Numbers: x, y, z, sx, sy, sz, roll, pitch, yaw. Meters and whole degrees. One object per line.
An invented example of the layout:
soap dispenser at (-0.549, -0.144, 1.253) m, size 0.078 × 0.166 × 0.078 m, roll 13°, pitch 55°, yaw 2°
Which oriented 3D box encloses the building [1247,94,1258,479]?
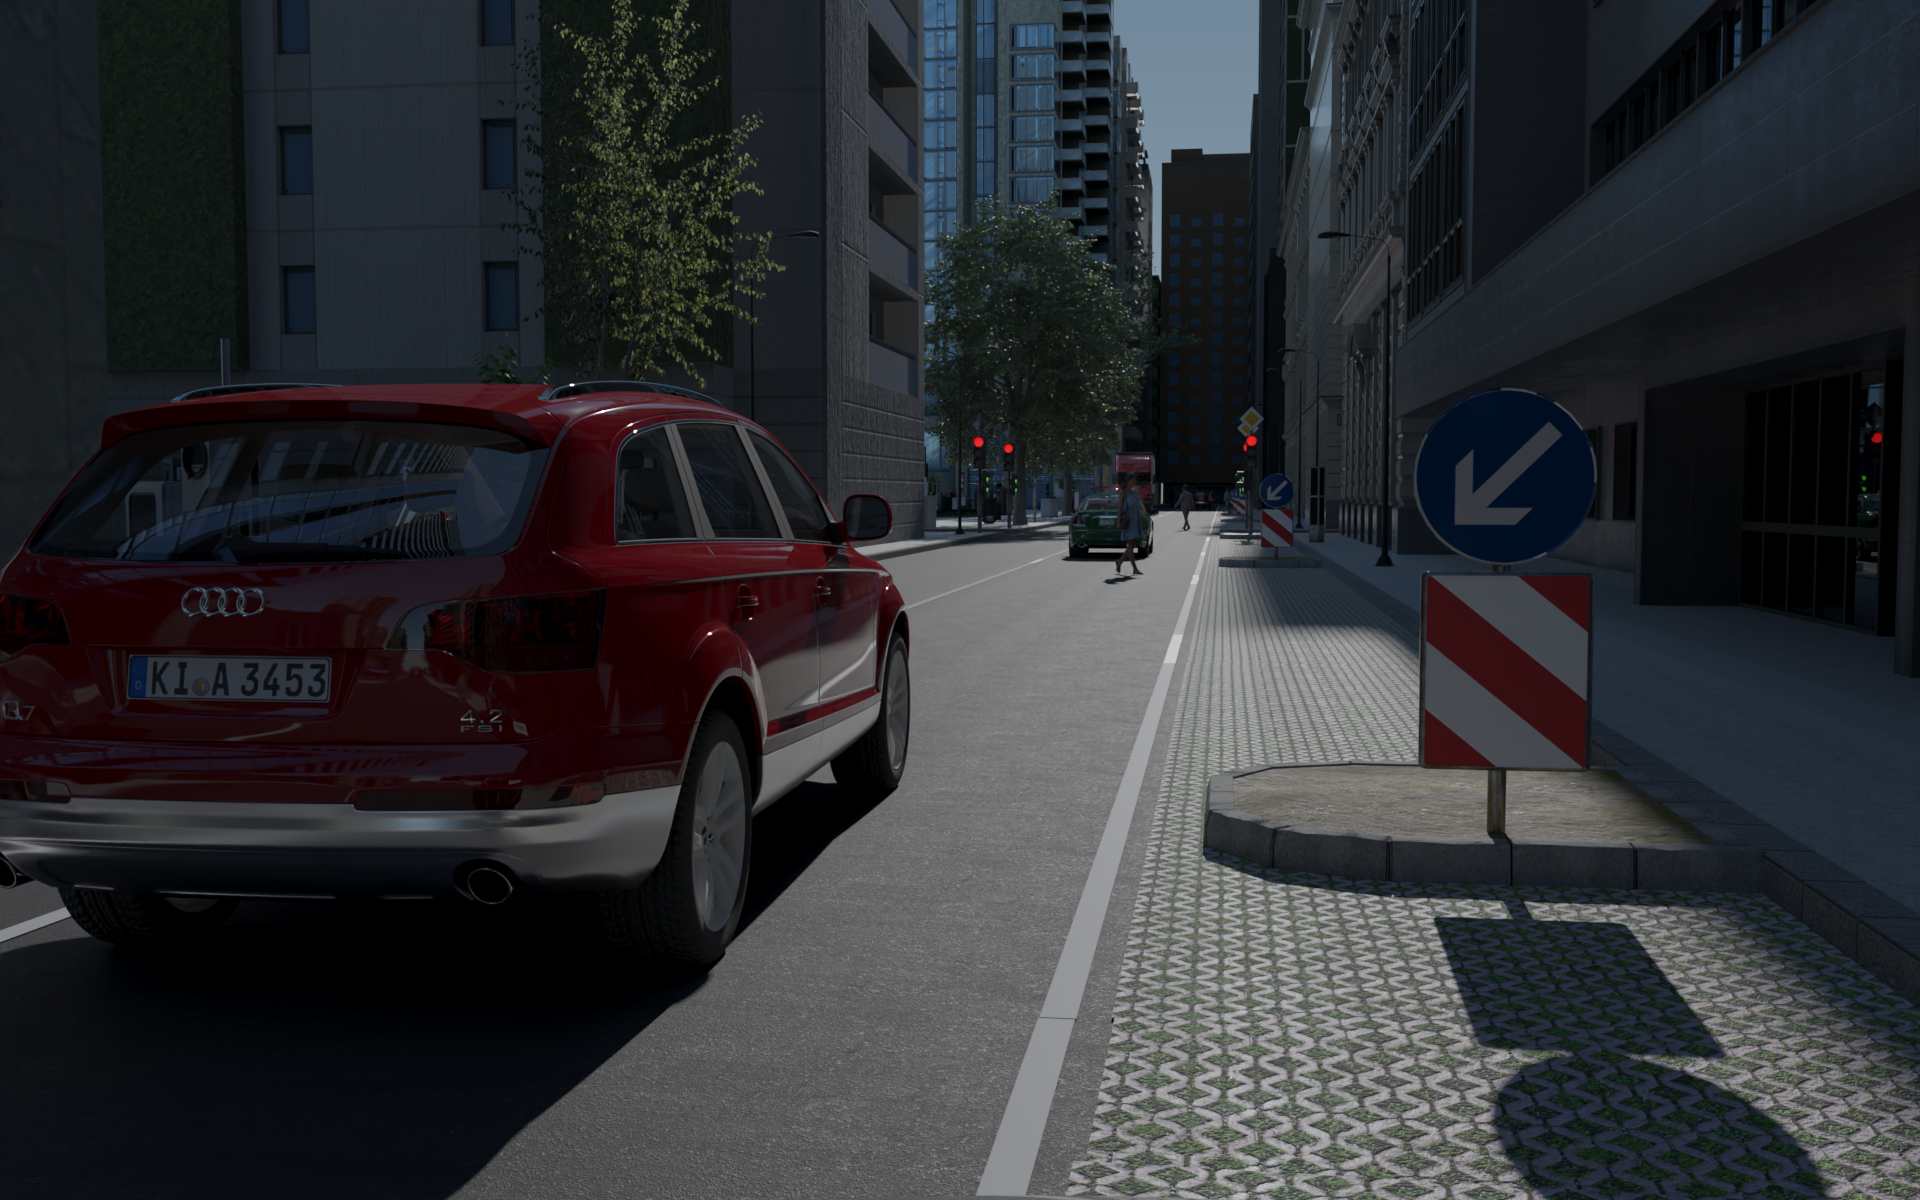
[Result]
building at (44.196, -35.221, 199.569) m, size 21.300 × 48.544 × 21.600 m, roll 1°, pitch 4°, yaw 9°

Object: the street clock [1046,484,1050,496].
street clock at (6.149, -7.136, 121.236) m, size 0.358 × 2.002 × 0.471 m, roll 1°, pitch 4°, yaw 9°

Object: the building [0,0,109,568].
building at (-19.648, -42.063, 0.395) m, size 22.319 × 86.520 × 31.000 m, roll 1°, pitch 4°, yaw 9°

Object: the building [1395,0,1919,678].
building at (13.595, -12.225, 18.942) m, size 14.314 × 24.678 × 30.058 m, roll 1°, pitch 4°, yaw 9°

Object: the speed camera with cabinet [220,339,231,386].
speed camera with cabinet at (-10.020, -1.716, 22.395) m, size 2.038 × 3.252 × 0.660 m, roll 3°, pitch 4°, yaw 36°

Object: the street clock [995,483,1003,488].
street clock at (2.567, -6.689, 113.933) m, size 0.471 × 2.002 × 0.358 m, roll -3°, pitch 5°, yaw -41°

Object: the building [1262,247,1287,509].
building at (28.990, -18.299, 128.868) m, size 12.332 × 23.373 × 15.834 m, roll 1°, pitch 4°, yaw 9°

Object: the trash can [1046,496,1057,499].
trash can at (6.043, -6.296, 114.588) m, size 0.748 × 1.137 × 0.748 m, roll 0°, pitch 3°, yaw 0°

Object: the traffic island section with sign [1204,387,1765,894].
traffic island section with sign at (2.038, 0.085, 7.241) m, size 1.989 × 1.847 × 2.006 m, roll 1°, pitch 4°, yaw 9°

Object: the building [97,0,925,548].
building at (-15.549, -30.856, 46.499) m, size 28.212 × 58.520 × 21.231 m, roll 1°, pitch 4°, yaw 9°

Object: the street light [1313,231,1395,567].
street light at (7.013, -3.557, 30.698) m, size 1.470 × 5.913 × 1.316 m, roll 1°, pitch 4°, yaw 9°

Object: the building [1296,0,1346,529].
building at (35.746, -17.777, 67.076) m, size 44.131 × 29.872 × 17.030 m, roll 1°, pitch 4°, yaw 9°

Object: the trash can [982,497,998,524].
trash can at (1.266, -3.872, 74.957) m, size 0.748 × 1.137 × 0.748 m, roll 0°, pitch 3°, yaw 0°

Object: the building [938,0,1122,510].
building at (3.750, -51.487, 154.490) m, size 22.319 × 86.520 × 31.000 m, roll 1°, pitch 4°, yaw 9°

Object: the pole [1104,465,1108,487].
pole at (9.838, -7.517, 116.741) m, size 0.158 × 3.312 × 0.155 m, roll 0°, pitch 3°, yaw 0°

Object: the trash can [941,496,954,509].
trash can at (-0.761, -5.681, 104.536) m, size 0.748 × 1.137 × 0.748 m, roll 0°, pitch 3°, yaw 0°

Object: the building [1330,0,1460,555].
building at (15.367, -13.179, 44.355) m, size 11.050 × 23.489 × 19.941 m, roll 1°, pitch 4°, yaw 9°

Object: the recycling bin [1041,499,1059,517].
recycling bin at (4.939, -5.065, 95.371) m, size 0.722 × 1.027 × 0.722 m, roll 3°, pitch 5°, yaw 43°

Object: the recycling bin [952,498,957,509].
recycling bin at (-0.572, -6.487, 118.609) m, size 0.722 × 1.027 × 0.722 m, roll 0°, pitch 4°, yaw -2°

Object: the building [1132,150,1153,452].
building at (15.988, -32.087, 208.209) m, size 14.086 × 41.232 × 14.154 m, roll 1°, pitch 4°, yaw 9°

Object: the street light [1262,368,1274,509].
street light at (12.032, -5.600, 64.104) m, size 1.470 × 5.913 × 1.316 m, roll 1°, pitch 4°, yaw 9°

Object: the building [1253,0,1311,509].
building at (36.092, -43.549, 150.274) m, size 20.563 × 71.187 × 20.611 m, roll 1°, pitch 4°, yaw 9°

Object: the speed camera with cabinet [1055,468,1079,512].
speed camera with cabinet at (7.572, -7.868, 122.983) m, size 0.660 × 3.252 × 2.038 m, roll 3°, pitch 5°, yaw 43°

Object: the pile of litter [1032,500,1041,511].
pile of litter at (6.428, -7.360, 134.299) m, size 1.719 × 0.858 × 1.176 m, roll 0°, pitch 4°, yaw 0°

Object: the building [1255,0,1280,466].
building at (40.578, -38.695, 174.668) m, size 21.231 × 58.520 × 28.212 m, roll 1°, pitch 4°, yaw 9°

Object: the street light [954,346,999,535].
street light at (0.528, -5.025, 54.697) m, size 1.470 × 5.913 × 1.316 m, roll 1°, pitch 4°, yaw 9°

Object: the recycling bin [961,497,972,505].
recycling bin at (0.540, -7.744, 139.176) m, size 0.722 × 1.027 × 0.722 m, roll 1°, pitch 4°, yaw 20°

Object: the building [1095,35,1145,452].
building at (8.228, -34.640, 185.978) m, size 23.786 × 49.044 × 30.456 m, roll 1°, pitch 4°, yaw 9°

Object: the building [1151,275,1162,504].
building at (19.686, -28.004, 229.566) m, size 14.107 × 30.474 × 14.160 m, roll 1°, pitch 4°, yaw 9°

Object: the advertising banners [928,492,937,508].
advertising banners at (-2.315, -6.316, 99.450) m, size 2.074 × 3.025 × 0.090 m, roll 1°, pitch 4°, yaw 22°

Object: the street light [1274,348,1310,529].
street light at (10.853, -5.061, 55.287) m, size 1.470 × 5.913 × 1.316 m, roll 1°, pitch 4°, yaw 9°

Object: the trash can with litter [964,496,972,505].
trash can with litter at (0.870, -7.525, 134.414) m, size 1.055 × 1.170 × 0.624 m, roll -1°, pitch 4°, yaw -17°

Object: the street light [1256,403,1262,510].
street light at (15.816, -7.098, 88.597) m, size 1.470 × 5.913 × 1.316 m, roll 1°, pitch 4°, yaw 9°

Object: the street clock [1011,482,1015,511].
street clock at (2.734, -4.970, 85.834) m, size 0.471 × 2.002 × 0.358 m, roll 0°, pitch 4°, yaw 2°

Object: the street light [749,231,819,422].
street light at (-3.174, -3.563, 30.793) m, size 1.470 × 5.913 × 1.316 m, roll 1°, pitch 4°, yaw 9°

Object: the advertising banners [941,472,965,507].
advertising banners at (-0.572, -8.659, 137.764) m, size 2.074 × 3.025 × 0.090 m, roll -1°, pitch 4°, yaw -13°

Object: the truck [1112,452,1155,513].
truck at (11.922, -7.884, 117.818) m, size 2.839 × 4.237 × 11.283 m, roll 0°, pitch 4°, yaw 7°

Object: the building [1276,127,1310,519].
building at (26.313, -16.787, 110.629) m, size 11.583 × 22.565 × 21.152 m, roll 1°, pitch 4°, yaw 9°

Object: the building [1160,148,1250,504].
building at (33.685, -35.285, 227.026) m, size 14.200 × 45.320 × 14.600 m, roll 1°, pitch 4°, yaw 9°
